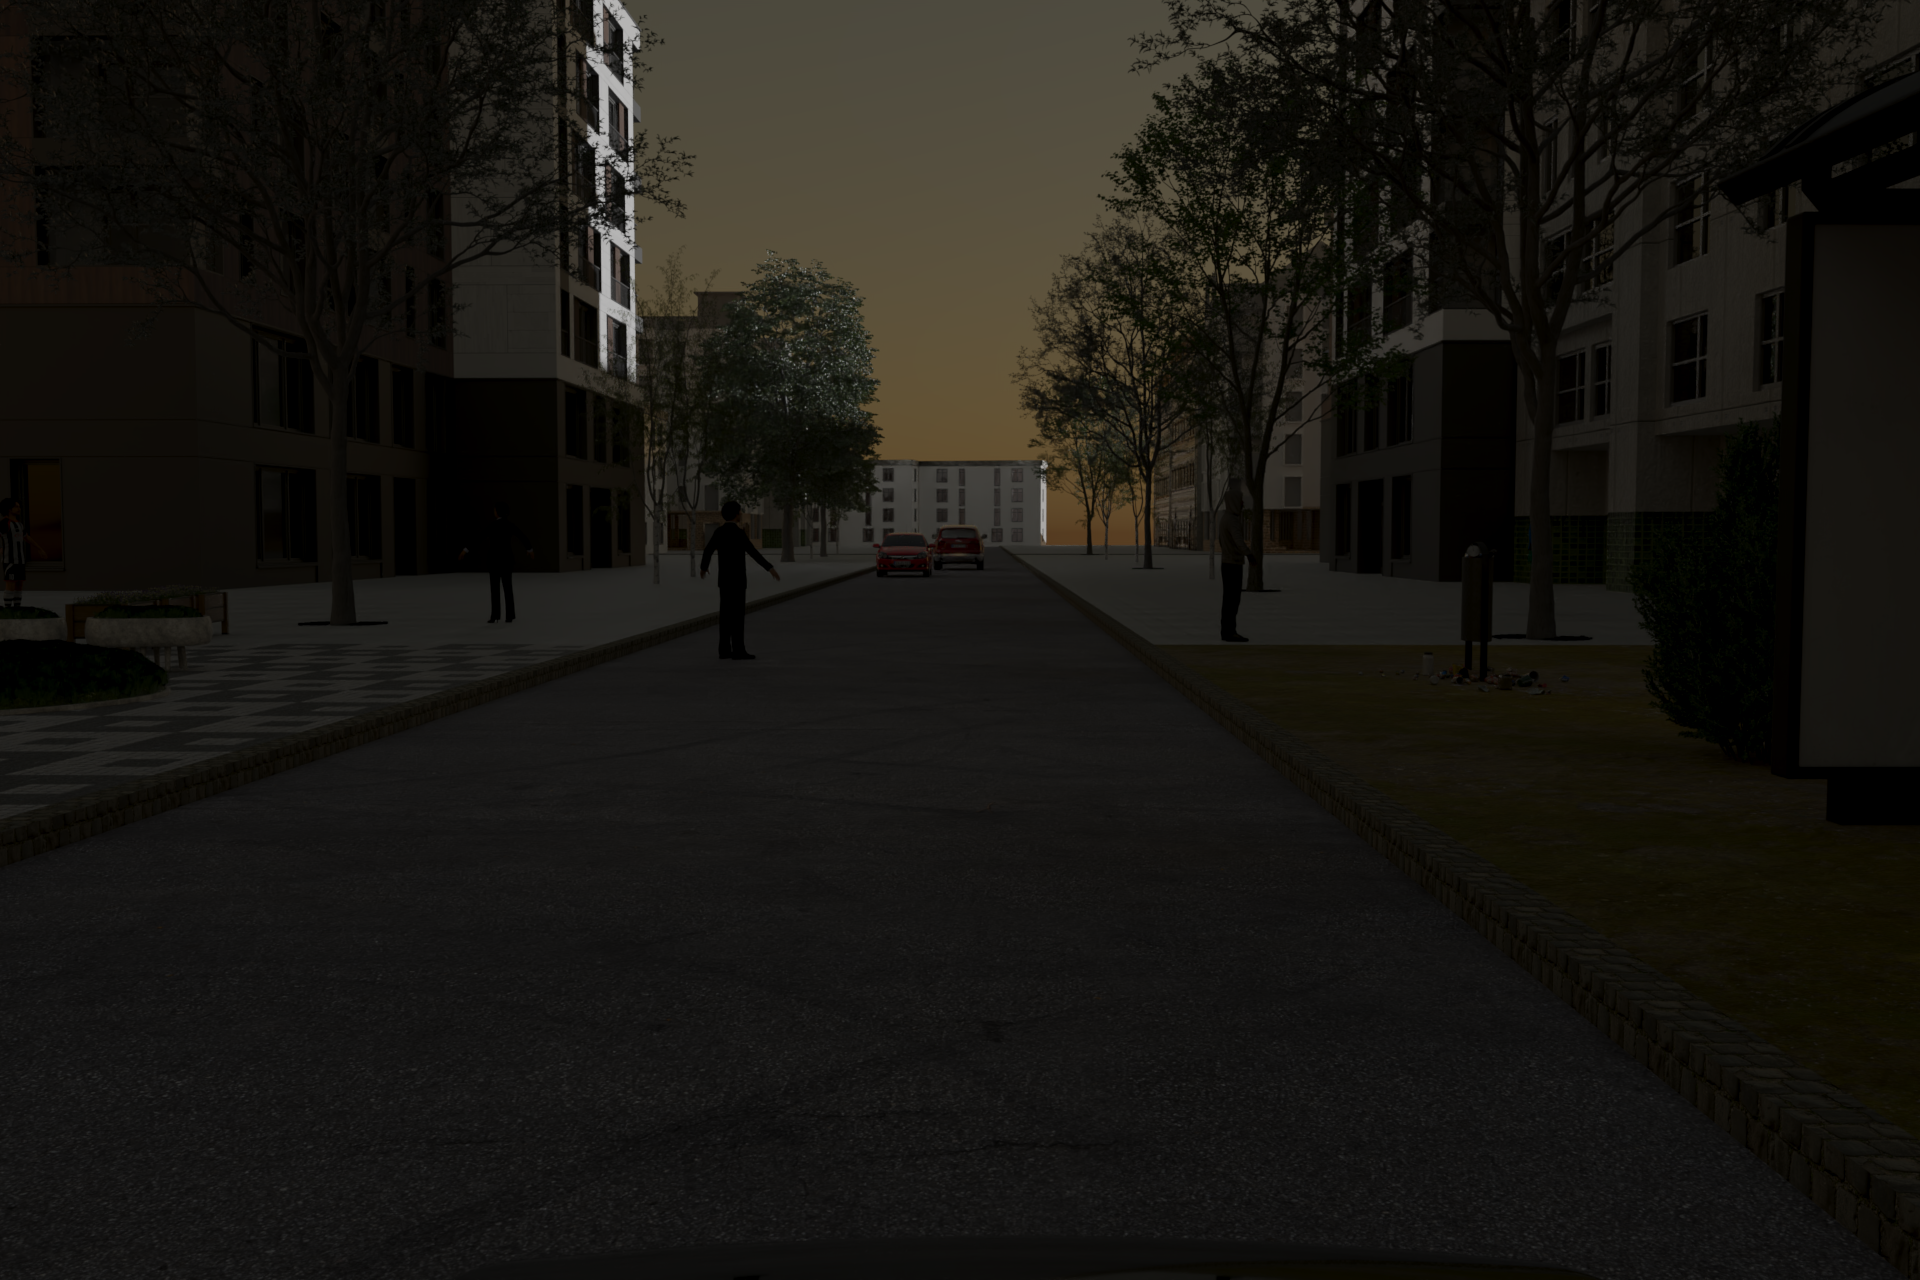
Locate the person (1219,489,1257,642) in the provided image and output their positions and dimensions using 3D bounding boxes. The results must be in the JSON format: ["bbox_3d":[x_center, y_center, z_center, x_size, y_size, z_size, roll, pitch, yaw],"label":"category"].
[{"bbox_3d":[3.286,-0.892,20.717,0.705,1.813,1.348,0,4,-4],"label":"person"}]

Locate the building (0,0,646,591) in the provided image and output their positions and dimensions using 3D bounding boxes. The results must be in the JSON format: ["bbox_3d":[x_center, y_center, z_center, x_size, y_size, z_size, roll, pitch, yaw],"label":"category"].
[{"bbox_3d":[-27.196,-12.890,54.720,27.936,21.610,32.646,0,4,1],"label":"building"}]

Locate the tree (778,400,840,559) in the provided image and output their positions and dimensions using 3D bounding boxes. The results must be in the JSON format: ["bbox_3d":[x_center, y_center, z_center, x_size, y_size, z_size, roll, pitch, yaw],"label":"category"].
[{"bbox_3d":[-7.646,-8.490,89.172,4.737,8.622,4.395,0,3,0],"label":"tree"}]

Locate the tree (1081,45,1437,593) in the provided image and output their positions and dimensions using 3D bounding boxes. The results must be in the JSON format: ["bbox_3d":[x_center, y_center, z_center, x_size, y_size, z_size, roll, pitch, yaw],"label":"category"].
[{"bbox_3d":[6.529,-6.866,38.010,9.928,11.665,9.643,0,3,0],"label":"tree"}]

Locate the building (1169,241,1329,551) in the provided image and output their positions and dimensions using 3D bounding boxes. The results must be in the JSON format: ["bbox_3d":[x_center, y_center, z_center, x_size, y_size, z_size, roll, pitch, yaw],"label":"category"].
[{"bbox_3d":[27.190,-18.865,139.368,19.493,23.208,18.063,0,4,1],"label":"building"}]

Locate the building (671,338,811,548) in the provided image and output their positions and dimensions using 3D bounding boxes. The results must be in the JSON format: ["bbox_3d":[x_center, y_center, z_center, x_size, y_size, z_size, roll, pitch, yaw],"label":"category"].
[{"bbox_3d":[-24.376,-18.678,171.840,16.747,18.905,31.486,0,3,0],"label":"building"}]

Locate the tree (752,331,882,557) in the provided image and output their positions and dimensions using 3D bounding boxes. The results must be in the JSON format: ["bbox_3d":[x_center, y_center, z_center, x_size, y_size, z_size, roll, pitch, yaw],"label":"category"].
[{"bbox_3d":[-8.103,-10.960,97.321,7.486,12.596,7.792,0,3,0],"label":"tree"}]

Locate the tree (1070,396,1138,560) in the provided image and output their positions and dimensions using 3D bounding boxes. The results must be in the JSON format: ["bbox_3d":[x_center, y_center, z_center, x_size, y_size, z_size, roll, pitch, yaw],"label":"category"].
[{"bbox_3d":[7.233,-8.279,85.717,4.360,8.622,3.978,0,3,0],"label":"tree"}]

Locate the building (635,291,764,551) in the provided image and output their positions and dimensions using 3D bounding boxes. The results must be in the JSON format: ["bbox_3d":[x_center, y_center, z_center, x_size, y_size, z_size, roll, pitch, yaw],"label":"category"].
[{"bbox_3d":[-22.104,-17.122,136.371,16.016,20.090,11.380,0,4,1],"label":"building"}]

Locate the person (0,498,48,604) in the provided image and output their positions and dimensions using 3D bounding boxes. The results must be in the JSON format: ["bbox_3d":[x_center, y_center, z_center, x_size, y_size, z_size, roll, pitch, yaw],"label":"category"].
[{"bbox_3d":[-14.232,-1.220,26.091,0.704,1.843,1.345,0,4,3],"label":"person"}]

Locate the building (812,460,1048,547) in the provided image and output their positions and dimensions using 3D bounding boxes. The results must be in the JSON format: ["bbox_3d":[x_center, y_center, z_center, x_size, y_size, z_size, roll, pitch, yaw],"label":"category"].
[{"bbox_3d":[-4.566,-15.381,196.083,28.070,9.664,9.099,1,4,9],"label":"building"}]

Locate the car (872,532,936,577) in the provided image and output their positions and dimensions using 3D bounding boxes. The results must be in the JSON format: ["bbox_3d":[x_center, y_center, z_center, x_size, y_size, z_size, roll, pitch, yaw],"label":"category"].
[{"bbox_3d":[-1.877,-3.056,58.999,2.155,1.783,4.494,0,4,1],"label":"car"}]

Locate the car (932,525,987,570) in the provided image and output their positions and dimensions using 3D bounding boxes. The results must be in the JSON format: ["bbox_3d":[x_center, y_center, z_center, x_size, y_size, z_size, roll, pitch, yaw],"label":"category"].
[{"bbox_3d":[-0.028,-3.778,70.451,2.281,1.827,5.304,0,4,1],"label":"car"}]

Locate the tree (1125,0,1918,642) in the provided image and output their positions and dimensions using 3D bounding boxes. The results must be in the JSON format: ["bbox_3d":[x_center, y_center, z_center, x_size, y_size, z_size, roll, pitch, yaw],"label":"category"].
[{"bbox_3d":[7.030,-6.757,20.855,12.009,13.543,11.850,0,3,0],"label":"tree"}]

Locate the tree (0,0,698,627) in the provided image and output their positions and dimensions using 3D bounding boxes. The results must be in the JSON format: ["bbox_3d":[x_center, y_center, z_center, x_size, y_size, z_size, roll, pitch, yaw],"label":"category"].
[{"bbox_3d":[-8.774,-6.958,24.136,12.009,13.543,11.850,0,3,0],"label":"tree"}]

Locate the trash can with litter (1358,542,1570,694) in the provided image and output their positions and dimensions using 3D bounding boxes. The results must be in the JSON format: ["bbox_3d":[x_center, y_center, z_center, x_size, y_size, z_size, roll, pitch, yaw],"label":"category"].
[{"bbox_3d":[4.434,-0.233,14.868,1.678,1.210,2.233,0,4,2],"label":"trash can with litter"}]

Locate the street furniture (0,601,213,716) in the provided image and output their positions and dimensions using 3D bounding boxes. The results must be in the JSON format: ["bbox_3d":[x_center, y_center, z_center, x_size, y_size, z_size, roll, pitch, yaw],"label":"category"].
[{"bbox_3d":[-11.306,0.102,13.966,10.072,0.657,5.734,0,4,-3],"label":"street furniture"}]

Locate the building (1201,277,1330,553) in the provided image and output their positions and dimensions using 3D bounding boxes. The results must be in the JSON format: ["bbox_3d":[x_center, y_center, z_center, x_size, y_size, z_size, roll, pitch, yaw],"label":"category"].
[{"bbox_3d":[23.073,-16.596,127.764,16.016,20.090,11.380,0,4,0],"label":"building"}]

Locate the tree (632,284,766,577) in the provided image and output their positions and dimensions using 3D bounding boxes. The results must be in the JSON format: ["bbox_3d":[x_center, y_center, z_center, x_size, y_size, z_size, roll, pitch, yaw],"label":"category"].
[{"bbox_3d":[-8.048,-6.177,51.359,4.360,8.622,3.978,0,3,0],"label":"tree"}]

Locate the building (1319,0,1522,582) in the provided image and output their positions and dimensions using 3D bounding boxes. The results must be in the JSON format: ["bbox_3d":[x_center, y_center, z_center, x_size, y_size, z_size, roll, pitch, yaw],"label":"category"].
[{"bbox_3d":[26.757,-13.318,61.722,27.936,21.610,32.646,0,4,0],"label":"building"}]

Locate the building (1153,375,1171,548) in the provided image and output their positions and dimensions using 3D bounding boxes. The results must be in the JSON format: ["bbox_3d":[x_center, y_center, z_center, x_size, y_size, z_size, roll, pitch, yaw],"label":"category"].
[{"bbox_3d":[29.070,-20.646,168.483,19.493,23.208,18.063,0,4,1],"label":"building"}]

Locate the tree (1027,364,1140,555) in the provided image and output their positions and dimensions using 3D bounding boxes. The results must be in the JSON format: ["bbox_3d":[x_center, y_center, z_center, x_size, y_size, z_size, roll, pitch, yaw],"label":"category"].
[{"bbox_3d":[7.933,-10.987,105.399,9.928,11.665,9.643,0,3,0],"label":"tree"}]

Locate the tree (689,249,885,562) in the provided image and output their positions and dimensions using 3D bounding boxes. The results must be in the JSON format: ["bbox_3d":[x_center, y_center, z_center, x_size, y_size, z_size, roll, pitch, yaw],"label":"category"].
[{"bbox_3d":[-7.847,-10.561,79.324,9.857,13.997,8.962,0,3,0],"label":"tree"}]

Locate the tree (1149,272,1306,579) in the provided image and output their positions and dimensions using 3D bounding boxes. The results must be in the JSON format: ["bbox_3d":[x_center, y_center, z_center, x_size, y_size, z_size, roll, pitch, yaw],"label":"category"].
[{"bbox_3d":[6.961,-6.032,48.979,4.360,8.622,3.978,0,3,0],"label":"tree"}]

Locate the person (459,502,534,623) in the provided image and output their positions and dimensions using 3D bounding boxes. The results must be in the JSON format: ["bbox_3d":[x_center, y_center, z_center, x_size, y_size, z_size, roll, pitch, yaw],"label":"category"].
[{"bbox_3d":[-6.680,-1.121,25.054,0.721,1.740,1.216,3,5,44],"label":"person"}]

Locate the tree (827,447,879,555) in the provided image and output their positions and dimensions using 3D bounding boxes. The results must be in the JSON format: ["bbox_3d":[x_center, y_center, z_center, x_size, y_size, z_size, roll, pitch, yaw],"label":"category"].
[{"bbox_3d":[-7.627,-9.442,104.732,4.360,8.622,3.978,0,3,0],"label":"tree"}]

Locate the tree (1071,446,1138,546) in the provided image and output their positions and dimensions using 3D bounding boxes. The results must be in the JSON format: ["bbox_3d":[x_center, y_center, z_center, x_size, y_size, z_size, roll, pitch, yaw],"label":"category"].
[{"bbox_3d":[15.965,-16.173,190.178,9.928,11.665,9.643,0,3,0],"label":"tree"}]

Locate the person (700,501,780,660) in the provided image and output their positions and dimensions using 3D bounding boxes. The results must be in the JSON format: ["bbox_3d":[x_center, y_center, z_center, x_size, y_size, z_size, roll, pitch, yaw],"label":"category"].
[{"bbox_3d":[-2.586,-0.686,19.857,1.347,1.806,0.705,3,5,42],"label":"person"}]

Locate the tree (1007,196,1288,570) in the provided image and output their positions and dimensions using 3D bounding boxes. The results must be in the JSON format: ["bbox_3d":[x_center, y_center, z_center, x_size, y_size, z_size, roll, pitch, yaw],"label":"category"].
[{"bbox_3d":[6.831,-9.337,63.024,12.009,13.543,11.850,0,3,0],"label":"tree"}]

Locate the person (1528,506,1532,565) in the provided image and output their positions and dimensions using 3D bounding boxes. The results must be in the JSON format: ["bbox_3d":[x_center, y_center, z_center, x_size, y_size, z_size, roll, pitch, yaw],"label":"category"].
[{"bbox_3d":[9.106,-1.287,27.176,0.704,1.817,1.347,1,4,20],"label":"person"}]

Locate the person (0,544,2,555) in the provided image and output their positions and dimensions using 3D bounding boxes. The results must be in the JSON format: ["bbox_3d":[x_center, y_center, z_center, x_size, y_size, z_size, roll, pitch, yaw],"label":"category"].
[{"bbox_3d":[-16.704,-1.439,29.797,0.705,1.796,1.348,-3,5,-43],"label":"person"}]

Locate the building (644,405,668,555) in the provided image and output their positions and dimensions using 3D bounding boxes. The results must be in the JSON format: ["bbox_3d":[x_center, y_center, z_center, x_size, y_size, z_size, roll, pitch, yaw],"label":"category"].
[{"bbox_3d":[-24.685,-10.865,119.794,9.099,9.664,28.070,0,3,0],"label":"building"}]

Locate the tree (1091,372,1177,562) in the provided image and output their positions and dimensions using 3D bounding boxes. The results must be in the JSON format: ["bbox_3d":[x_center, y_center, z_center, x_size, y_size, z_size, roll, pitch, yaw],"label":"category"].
[{"bbox_3d":[8.105,-7.820,78.227,4.360,8.622,3.978,0,3,0],"label":"tree"}]

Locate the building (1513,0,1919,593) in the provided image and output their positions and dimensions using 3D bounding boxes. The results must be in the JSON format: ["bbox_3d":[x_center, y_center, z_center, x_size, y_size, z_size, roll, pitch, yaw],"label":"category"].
[{"bbox_3d":[22.903,-9.978,29.598,16.747,18.905,31.486,0,4,1],"label":"building"}]

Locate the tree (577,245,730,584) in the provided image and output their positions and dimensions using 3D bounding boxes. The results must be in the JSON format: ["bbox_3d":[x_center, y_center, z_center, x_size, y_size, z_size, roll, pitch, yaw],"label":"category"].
[{"bbox_3d":[-7.795,-5.739,44.190,4.360,8.622,3.978,0,3,0],"label":"tree"}]

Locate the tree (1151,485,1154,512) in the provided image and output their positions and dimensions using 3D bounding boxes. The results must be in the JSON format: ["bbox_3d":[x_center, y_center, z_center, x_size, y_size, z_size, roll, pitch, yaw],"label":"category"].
[{"bbox_3d":[24.158,-15.044,196.331,4.360,8.622,3.978,0,3,0],"label":"tree"}]

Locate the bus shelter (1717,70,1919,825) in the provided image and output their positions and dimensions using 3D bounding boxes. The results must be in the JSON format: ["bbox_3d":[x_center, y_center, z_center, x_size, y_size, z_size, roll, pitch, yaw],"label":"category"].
[{"bbox_3d":[4.419,-0.683,5.092,2.014,3.302,5.546,0,4,0],"label":"bus shelter"}]

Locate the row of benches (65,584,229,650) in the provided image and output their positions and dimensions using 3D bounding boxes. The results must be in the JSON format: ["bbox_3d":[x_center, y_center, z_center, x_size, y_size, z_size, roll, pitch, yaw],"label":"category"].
[{"bbox_3d":[-9.357,-0.281,20.064,1.422,0.672,4.104,-1,4,-8],"label":"row of benches"}]

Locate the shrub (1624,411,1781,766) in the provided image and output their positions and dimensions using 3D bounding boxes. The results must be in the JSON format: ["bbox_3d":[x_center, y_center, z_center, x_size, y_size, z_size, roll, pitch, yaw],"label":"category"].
[{"bbox_3d":[4.626,-0.328,9.790,1.690,2.028,1.600,0,3,0],"label":"shrub"}]
